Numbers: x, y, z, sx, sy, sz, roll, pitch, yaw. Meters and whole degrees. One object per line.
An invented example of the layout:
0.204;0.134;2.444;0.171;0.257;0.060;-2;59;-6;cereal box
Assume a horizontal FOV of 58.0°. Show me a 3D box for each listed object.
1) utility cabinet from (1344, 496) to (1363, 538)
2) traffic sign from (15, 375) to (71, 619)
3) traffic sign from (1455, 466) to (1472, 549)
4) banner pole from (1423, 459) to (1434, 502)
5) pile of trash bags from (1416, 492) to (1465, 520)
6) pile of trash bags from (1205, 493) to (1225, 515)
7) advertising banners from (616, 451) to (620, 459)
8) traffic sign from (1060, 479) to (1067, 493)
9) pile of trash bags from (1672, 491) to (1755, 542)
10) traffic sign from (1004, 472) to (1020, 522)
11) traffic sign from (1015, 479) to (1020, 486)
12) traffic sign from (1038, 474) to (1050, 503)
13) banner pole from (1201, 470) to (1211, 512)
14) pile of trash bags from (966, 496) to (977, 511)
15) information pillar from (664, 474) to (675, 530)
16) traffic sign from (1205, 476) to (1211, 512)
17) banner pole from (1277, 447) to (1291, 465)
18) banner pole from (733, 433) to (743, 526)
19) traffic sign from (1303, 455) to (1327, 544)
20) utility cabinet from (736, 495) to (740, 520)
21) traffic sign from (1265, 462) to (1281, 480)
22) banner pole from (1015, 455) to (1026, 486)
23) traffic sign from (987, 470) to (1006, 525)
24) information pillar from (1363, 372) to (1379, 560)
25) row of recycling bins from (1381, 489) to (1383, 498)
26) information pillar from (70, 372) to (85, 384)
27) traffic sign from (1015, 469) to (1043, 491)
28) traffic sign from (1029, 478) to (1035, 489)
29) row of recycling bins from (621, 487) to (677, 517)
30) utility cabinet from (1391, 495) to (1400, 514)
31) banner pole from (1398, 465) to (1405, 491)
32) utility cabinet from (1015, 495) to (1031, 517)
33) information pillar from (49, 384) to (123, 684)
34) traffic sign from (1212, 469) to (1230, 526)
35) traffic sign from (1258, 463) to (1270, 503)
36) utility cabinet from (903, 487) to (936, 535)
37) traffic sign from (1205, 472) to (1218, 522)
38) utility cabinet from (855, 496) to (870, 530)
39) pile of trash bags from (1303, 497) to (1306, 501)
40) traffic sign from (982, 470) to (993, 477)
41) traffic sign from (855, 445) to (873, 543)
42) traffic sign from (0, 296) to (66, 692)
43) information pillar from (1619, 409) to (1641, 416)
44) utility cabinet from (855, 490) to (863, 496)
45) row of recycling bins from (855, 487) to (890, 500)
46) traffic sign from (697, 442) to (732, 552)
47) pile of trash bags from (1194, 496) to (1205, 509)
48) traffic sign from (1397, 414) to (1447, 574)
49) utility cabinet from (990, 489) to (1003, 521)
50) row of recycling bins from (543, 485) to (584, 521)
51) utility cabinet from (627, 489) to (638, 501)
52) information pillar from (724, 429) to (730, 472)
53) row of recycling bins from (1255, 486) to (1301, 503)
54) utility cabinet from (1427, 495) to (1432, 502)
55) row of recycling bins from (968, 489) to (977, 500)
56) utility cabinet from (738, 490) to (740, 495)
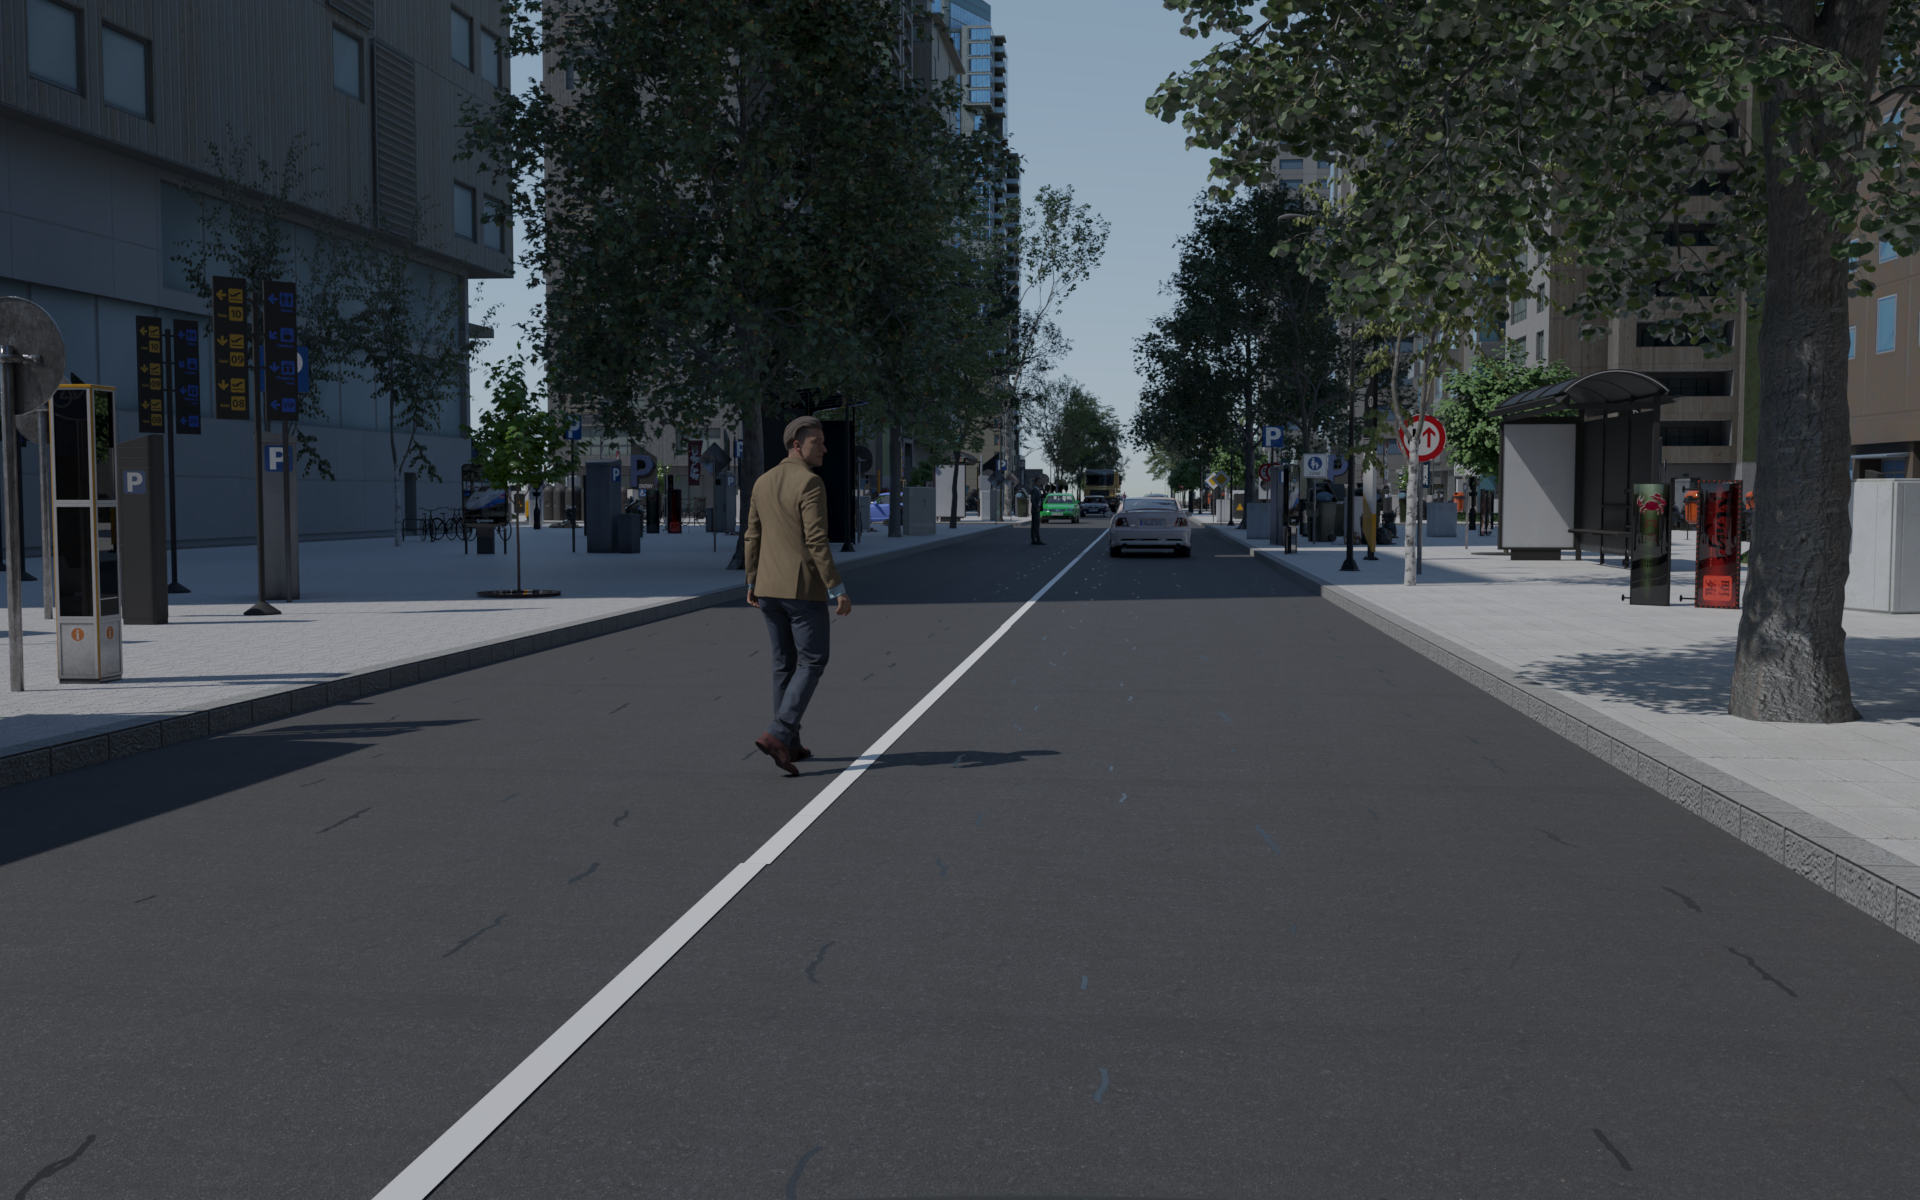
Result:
10.354;-2.083;45.226;0.306;1.237;1.020;3;4;36;utility cabinet
-9.344;-1.075;17.681;0.768;2.556;0.104;0;4;8;traffic sign
11.777;-2.329;40.206;0.606;2.300;0.079;1;4;12;traffic sign
24.129;-6.066;89.199;0.863;3.779;0.401;2;4;29;banner pole
23.304;-4.508;83.460;1.912;1.369;3.447;-1;4;-15;pile of trash bags
16.123;-5.824;104.969;1.912;1.369;3.447;0;4;2;pile of trash bags
-14.132;-4.546;70.512;0.090;3.025;2.074;-2;4;-27;advertising banners
8.550;-8.852;144.834;0.768;2.556;0.104;1;4;14;traffic sign
21.187;-2.296;47.298;1.912;1.369;3.447;-2;4;-25;pile of trash bags
2.348;-4.639;79.483;0.795;2.450;0.064;0;4;6;traffic sign
4.609;-8.499;139.062;0.768;2.556;0.104;1;4;14;traffic sign
5.174;-6.567;107.475;0.768;2.556;0.104;1;4;13;traffic sign
17.665;-8.238;124.700;0.863;3.779;0.401;0;4;2;banner pole
1.397;-7.604;134.074;1.912;1.369;3.447;3;5;44;pile of trash bags
-10.434;-3.531;62.218;0.304;2.012;0.304;-2;4;-27;information pillar
17.424;-7.372;120.637;0.768;2.556;0.104;1;4;12;traffic sign
15.357;-5.662;82.584;0.863;3.779;0.401;2;4;23;banner pole
-8.841;-4.856;69.407;0.863;3.779;0.401;2;4;32;banner pole
9.013;-2.563;44.027;0.606;2.300;0.079;1;4;12;traffic sign
-10.838;-4.640;87.021;0.306;1.237;1.020;-3;5;-40;utility cabinet
12.644;-4.249;69.581;0.768;2.556;0.104;1;4;12;traffic sign
3.869;-7.349;110.180;0.863;3.779;0.401;-3;4;-38;banner pole
1.497;-4.153;71.544;0.795;2.450;0.064;0;4;6;traffic sign
7.969;-2.586;33.629;0.183;3.616;0.504;-1;4;-9;information pillar
32.994;-7.928;136.733;1.069;1.692;3.534;0;4;5;row of recycling bins
-16.929;-2.580;33.542;0.183;3.616;0.504;3;4;39;information pillar
5.554;-8.914;139.621;2.265;3.308;0.079;0;4;7;traffic sign
4.648;-6.570;109.549;0.606;2.300;0.079;0;4;8;traffic sign
-17.090;-5.375;94.990;3.534;1.692;1.069;1;4;10;row of recycling bins
27.318;-5.896;107.561;1.020;1.237;0.306;0;4;7;utility cabinet
38.400;-9.817;150.529;0.401;3.779;0.863;-2;4;-32;banner pole
3.659;-5.338;98.444;1.020;1.237;0.306;1;4;21;utility cabinet
-5.936;-0.445;11.770;0.304;2.012;0.304;0;4;3;information pillar
10.637;-4.092;70.547;0.795;2.450;0.064;0;4;6;traffic sign
12.540;-4.314;70.632;0.768;2.556;0.104;0;4;7;traffic sign
-1.248;-2.751;53.658;0.318;1.500;1.173;3;5;44;utility cabinet
11.488;-4.578;78.487;0.795;2.450;0.064;0;4;6;traffic sign
-3.719;-3.096;61.786;1.020;1.237;0.306;0;4;5;utility cabinet
28.928;-8.482;148.436;3.447;1.369;1.912;1;4;21;pile of trash bags
1.464;-5.522;90.392;0.768;2.556;0.104;0;4;8;traffic sign
-2.635;-2.748;45.034;0.768;2.556;0.104;1;4;10;traffic sign
-6.132;-0.678;11.190;0.768;2.556;0.104;0;4;8;traffic sign
15.124;-2.923;39.143;0.504;3.616;0.183;2;4;24;information pillar
-5.482;-4.797;87.112;1.173;1.500;0.318;-1;4;-12;utility cabinet
-4.826;-5.842;102.637;3.534;1.692;1.069;0;4;0;row of recycling bins
-5.423;-2.269;38.278;0.795;2.450;0.064;0;4;8;traffic sign
20.573;-8.224;144.208;1.912;1.369;3.447;0;4;-4;pile of trash bags
7.335;-1.681;27.592;0.768;2.556;0.104;1;4;11;traffic sign
1.764;-4.560;83.243;0.318;1.500;1.173;1;4;18;utility cabinet
-18.726;-4.650;83.147;3.534;1.692;1.069;2;4;35;row of recycling bins
-29.153;-8.860;153.544;1.173;1.500;0.318;0;4;1;utility cabinet
-8.366;-4.331;62.174;0.183;3.616;0.504;-2;4;-25;information pillar
16.867;-5.253;93.004;3.534;1.692;1.069;-2;4;-31;row of recycling bins
26.656;-5.324;98.203;0.306;1.237;1.020;1;4;19;utility cabinet
1.119;-8.186;140.952;1.069;1.692;3.534;0;4;2;row of recycling bins
-11.373;-5.089;91.877;0.318;1.500;1.173;-2;4;-32;utility cabinet
